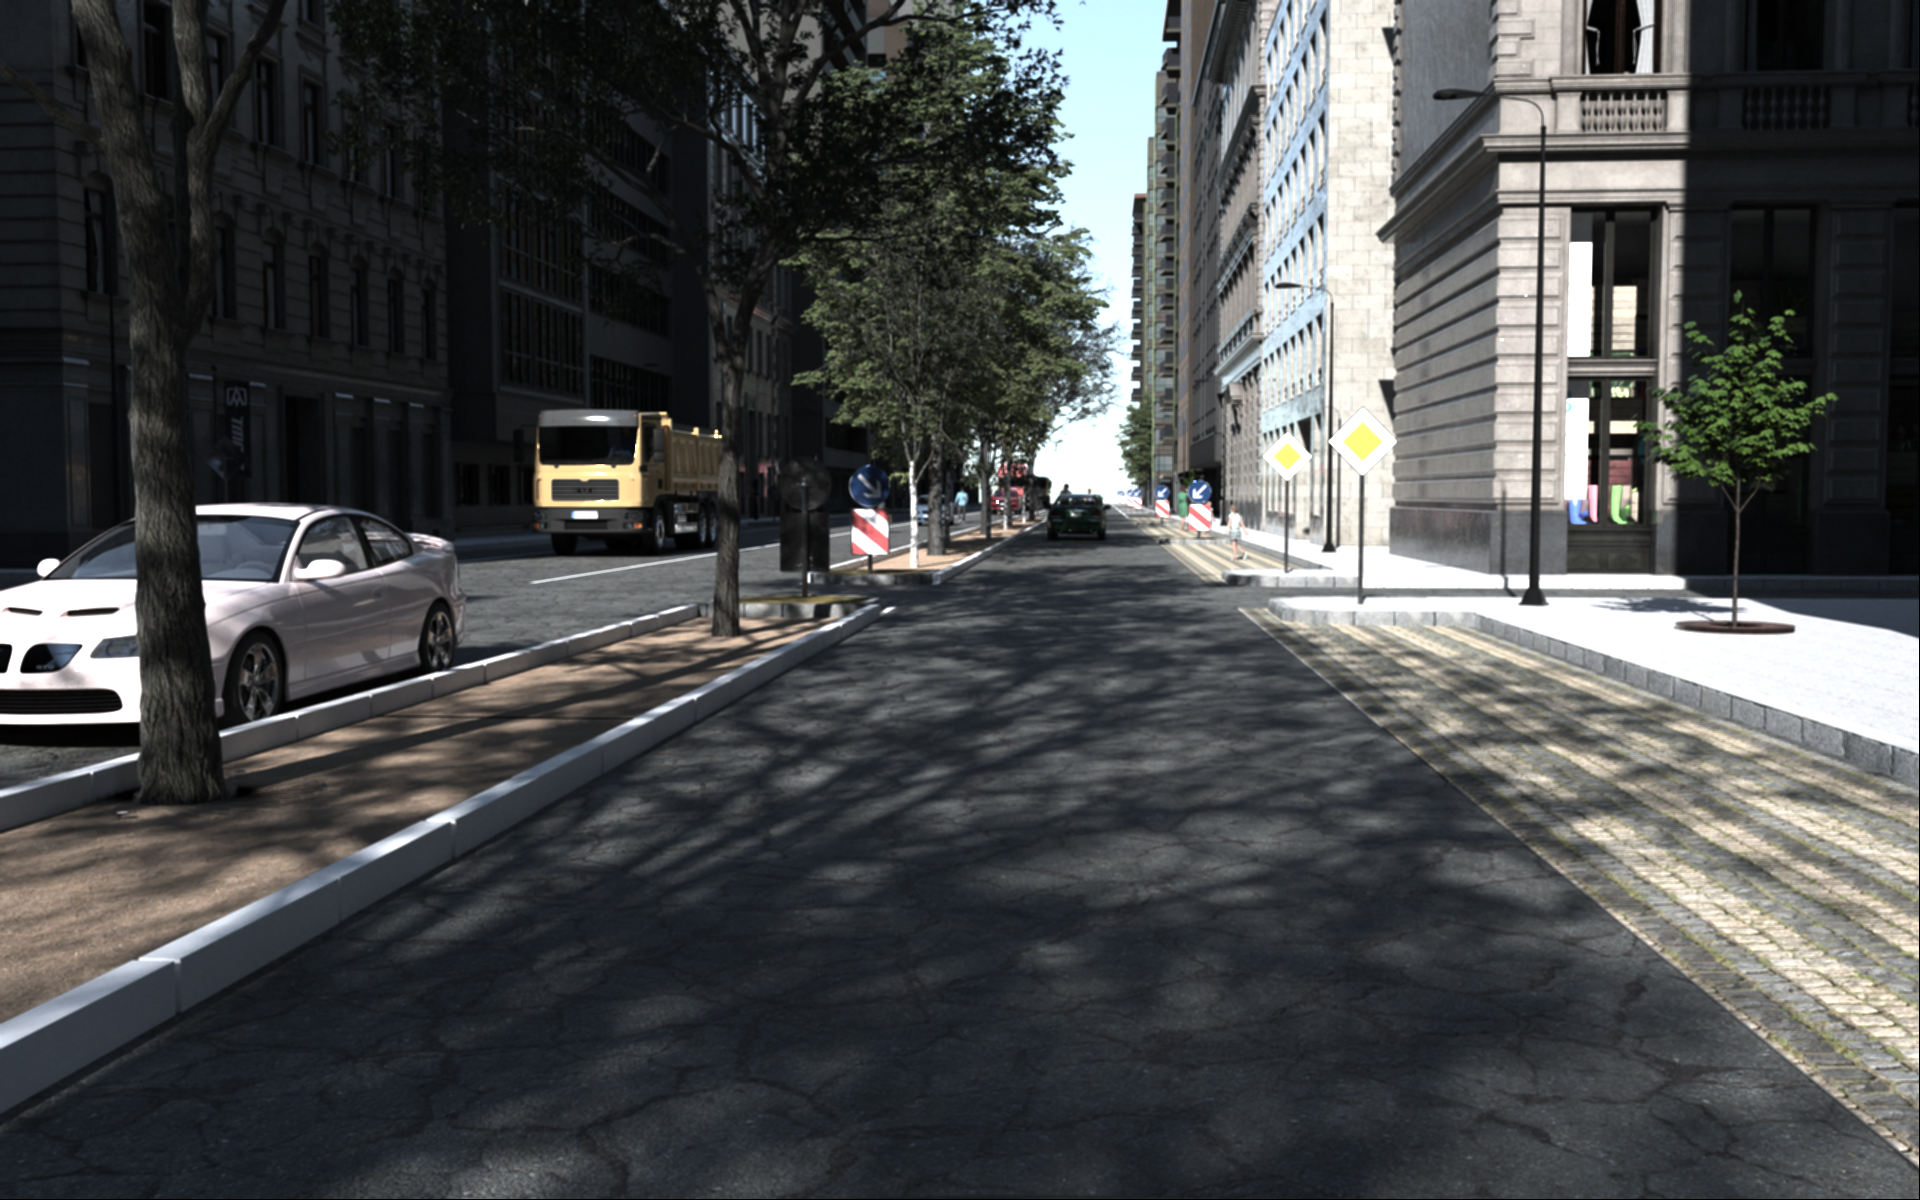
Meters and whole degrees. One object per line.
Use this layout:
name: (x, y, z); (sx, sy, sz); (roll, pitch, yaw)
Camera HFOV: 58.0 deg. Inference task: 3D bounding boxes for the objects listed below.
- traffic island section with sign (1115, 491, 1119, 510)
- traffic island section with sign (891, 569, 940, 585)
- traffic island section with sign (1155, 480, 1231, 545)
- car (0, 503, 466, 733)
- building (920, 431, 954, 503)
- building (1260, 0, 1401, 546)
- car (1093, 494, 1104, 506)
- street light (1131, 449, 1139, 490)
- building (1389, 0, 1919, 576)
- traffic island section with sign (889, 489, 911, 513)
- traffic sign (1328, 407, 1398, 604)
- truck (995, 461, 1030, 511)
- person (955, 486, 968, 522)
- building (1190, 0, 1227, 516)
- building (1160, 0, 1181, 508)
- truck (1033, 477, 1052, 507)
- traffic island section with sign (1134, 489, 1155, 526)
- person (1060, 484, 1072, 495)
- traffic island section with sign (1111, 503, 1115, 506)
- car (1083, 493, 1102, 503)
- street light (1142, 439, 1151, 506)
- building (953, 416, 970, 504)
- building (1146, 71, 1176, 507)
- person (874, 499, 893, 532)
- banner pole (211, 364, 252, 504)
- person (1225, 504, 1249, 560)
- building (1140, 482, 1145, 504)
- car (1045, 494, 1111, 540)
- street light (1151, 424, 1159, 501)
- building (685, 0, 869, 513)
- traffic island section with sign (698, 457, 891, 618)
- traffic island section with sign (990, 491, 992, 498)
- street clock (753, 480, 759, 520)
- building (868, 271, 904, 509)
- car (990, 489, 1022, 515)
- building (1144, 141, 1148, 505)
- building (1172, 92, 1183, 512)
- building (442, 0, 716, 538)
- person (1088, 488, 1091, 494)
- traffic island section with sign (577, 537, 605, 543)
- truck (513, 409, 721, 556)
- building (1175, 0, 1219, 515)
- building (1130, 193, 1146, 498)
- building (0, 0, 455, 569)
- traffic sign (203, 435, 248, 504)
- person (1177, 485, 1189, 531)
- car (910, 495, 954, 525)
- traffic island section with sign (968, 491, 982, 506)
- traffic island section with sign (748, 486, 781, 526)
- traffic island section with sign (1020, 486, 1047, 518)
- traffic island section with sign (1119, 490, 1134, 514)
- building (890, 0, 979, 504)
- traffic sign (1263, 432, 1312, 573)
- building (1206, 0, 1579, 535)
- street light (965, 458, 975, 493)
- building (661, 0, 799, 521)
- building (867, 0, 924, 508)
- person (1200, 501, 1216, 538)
traffic island section with sign: (15.085, -8.924, 154.537); (1.989, 1.847, 2.006); (0, 4, 5)
traffic island section with sign: (-1.385, -1.235, 28.323); (2.006, 1.907, 1.989); (0, 4, 5)
traffic island section with sign: (6.722, -2.513, 49.723); (1.989, 1.847, 2.006); (0, 4, 5)
car: (-4.950, 0.033, 11.820); (2.083, 1.381, 4.827); (0, 4, 5)
building: (-8.267, -25.905, 195.250); (14.160, 30.474, 14.107); (0, 4, 5)
building: (14.781, -11.938, 49.942); (10.420, 20.320, 16.860); (0, 4, 5)
car: (16.627, -12.304, 212.960); (2.131, 1.459, 4.920); (0, 4, 6)
street light: (18.756, -12.636, 179.131); (1.470, 5.913, 1.316); (0, 4, 5)
building: (18.017, -12.355, 30.886); (19.941, 23.489, 11.050); (0, 4, 5)
traffic island section with sign: (-4.556, -7.381, 129.299); (1.989, 1.847, 2.006); (0, 4, 5)
traffic sign: (4.656, -1.006, 20.094); (0.795, 2.450, 0.064); (0, 4, 5)
truck: (4.696, -9.789, 148.957); (2.839, 4.237, 11.283); (0, 4, 5)
person: (0.085, -4.827, 87.440); (0.660, 1.820, 0.620); (-1, 4, -11)
building: (19.798, -18.147, 90.203); (14.314, 27.812, 24.014); (0, 4, 5)
building: (28.354, -30.172, 147.943); (22.147, 44.769, 28.867); (0, 4, 5)
truck: (8.741, -12.182, 195.105); (3.469, 3.379, 9.791); (0, 4, 5)
traffic island section with sign: (8.954, -4.234, 77.854); (1.989, 1.847, 2.006); (0, 4, 5)
person: (4.129, -3.727, 69.239); (0.655, 1.846, 0.447); (-2, 4, -31)
traffic island section with sign: (19.522, -12.314, 209.968); (1.989, 1.847, 2.006); (0, 4, 5)
car: (7.242, -5.571, 100.873); (2.009, 1.686, 4.222); (0, 4, 6)
street light: (16.357, -10.689, 147.303); (1.470, 5.913, 1.316); (0, 4, 5)
building: (-10.295, -34.413, 217.278); (22.147, 44.769, 28.867); (0, 4, 5)
building: (26.033, -29.790, 170.667); (14.154, 41.232, 14.086); (0, 4, 5)
person: (-2.907, -3.363, 63.455); (0.822, 1.834, 0.622); (0, 4, 6)
banner pole: (-14.175, -2.667, 33.624); (0.863, 3.779, 0.401); (-2, 4, -31)
person: (5.908, -1.442, 37.096); (0.505, 1.210, 0.382); (-3, 5, -43)
building: (39.151, -32.236, 218.939); (32.217, 40.220, 23.993); (0, 4, 5)
car: (3.740, -2.654, 55.189); (2.131, 1.459, 4.920); (0, 4, 5)
street light: (13.624, -8.712, 114.976); (1.470, 5.913, 1.316); (0, 4, 5)
building: (-18.101, -30.075, 115.424); (21.300, 48.544, 21.600); (0, 4, 5)
traffic island section with sign: (-1.985, -0.783, 20.940); (2.006, 1.907, 1.989); (0, 4, 5)
traffic island section with sign: (4.173, -14.057, 238.453); (1.989, 1.847, 2.006); (0, 4, 5)
street clock: (-10.150, -4.992, 86.196); (0.358, 2.002, 0.471); (0, 4, 5)
building: (-19.948, -18.143, 141.678); (27.650, 21.520, 28.899); (0, 4, 5)
car: (3.219, -6.907, 121.605); (2.281, 1.827, 5.304); (0, 4, 5)
building: (28.495, -31.613, 200.473); (14.154, 41.232, 14.086); (0, 4, 5)
building: (22.687, -21.750, 127.315); (14.160, 30.474, 14.107); (0, 4, 5)
building: (-18.977, -14.880, 62.347); (14.314, 24.678, 30.058); (0, 4, 5)
person: (6.991, -5.083, 92.279); (0.731, 1.740, 0.598); (1, 4, 10)
traffic island section with sign: (-10.727, -2.651, 51.976); (1.989, 1.847, 2.006); (0, 4, 5)
truck: (-8.056, -2.848, 42.484); (3.469, 3.379, 9.791); (0, 4, 4)
building: (21.581, -28.298, 112.777); (14.600, 45.320, 14.200); (0, 4, 5)
building: (35.399, -36.181, 246.181); (22.147, 44.769, 28.867); (0, 4, 5)
building: (-19.210, -11.568, 38.284); (9.793, 20.994, 18.267); (0, 4, 5)
traffic sign: (-12.495, -1.581, 29.490); (0.795, 2.450, 0.064); (0, 4, 5)
person: (8.585, -3.546, 66.717); (0.600, 1.795, 0.529); (2, 4, 32)
car: (-1.236, -4.109, 79.184); (2.014, 1.417, 4.499); (0, 4, 4)
traffic island section with sign: (2.006, -12.400, 211.360); (1.989, 1.847, 2.006); (0, 4, 5)
traffic island section with sign: (-8.541, -4.320, 79.256); (1.989, 1.847, 2.006); (0, 4, 5)
traffic island section with sign: (4.590, -5.816, 103.224); (2.006, 1.907, 1.989); (0, 4, 5)
traffic island section with sign: (12.939, -7.278, 127.621); (1.989, 1.847, 2.006); (0, 4, 5)
building: (-7.819, -49.129, 241.514); (20.563, 71.187, 20.611); (0, 4, 5)
traffic sign: (5.292, -1.493, 28.054); (0.795, 2.450, 0.064); (0, 4, 5)
building: (15.876, -14.663, 68.616); (11.050, 23.489, 19.941); (0, 4, 5)
street light: (1.276, -15.200, 221.055); (1.470, 5.913, 1.316); (0, 4, 5)
building: (-16.492, -17.929, 90.397); (12.463, 27.353, 25.104); (0, 4, 5)
building: (-10.948, -31.297, 161.812); (14.600, 45.320, 14.200); (0, 4, 5)
person: (7.771, -2.495, 54.306); (0.505, 1.210, 0.382); (-2, 4, -35)
